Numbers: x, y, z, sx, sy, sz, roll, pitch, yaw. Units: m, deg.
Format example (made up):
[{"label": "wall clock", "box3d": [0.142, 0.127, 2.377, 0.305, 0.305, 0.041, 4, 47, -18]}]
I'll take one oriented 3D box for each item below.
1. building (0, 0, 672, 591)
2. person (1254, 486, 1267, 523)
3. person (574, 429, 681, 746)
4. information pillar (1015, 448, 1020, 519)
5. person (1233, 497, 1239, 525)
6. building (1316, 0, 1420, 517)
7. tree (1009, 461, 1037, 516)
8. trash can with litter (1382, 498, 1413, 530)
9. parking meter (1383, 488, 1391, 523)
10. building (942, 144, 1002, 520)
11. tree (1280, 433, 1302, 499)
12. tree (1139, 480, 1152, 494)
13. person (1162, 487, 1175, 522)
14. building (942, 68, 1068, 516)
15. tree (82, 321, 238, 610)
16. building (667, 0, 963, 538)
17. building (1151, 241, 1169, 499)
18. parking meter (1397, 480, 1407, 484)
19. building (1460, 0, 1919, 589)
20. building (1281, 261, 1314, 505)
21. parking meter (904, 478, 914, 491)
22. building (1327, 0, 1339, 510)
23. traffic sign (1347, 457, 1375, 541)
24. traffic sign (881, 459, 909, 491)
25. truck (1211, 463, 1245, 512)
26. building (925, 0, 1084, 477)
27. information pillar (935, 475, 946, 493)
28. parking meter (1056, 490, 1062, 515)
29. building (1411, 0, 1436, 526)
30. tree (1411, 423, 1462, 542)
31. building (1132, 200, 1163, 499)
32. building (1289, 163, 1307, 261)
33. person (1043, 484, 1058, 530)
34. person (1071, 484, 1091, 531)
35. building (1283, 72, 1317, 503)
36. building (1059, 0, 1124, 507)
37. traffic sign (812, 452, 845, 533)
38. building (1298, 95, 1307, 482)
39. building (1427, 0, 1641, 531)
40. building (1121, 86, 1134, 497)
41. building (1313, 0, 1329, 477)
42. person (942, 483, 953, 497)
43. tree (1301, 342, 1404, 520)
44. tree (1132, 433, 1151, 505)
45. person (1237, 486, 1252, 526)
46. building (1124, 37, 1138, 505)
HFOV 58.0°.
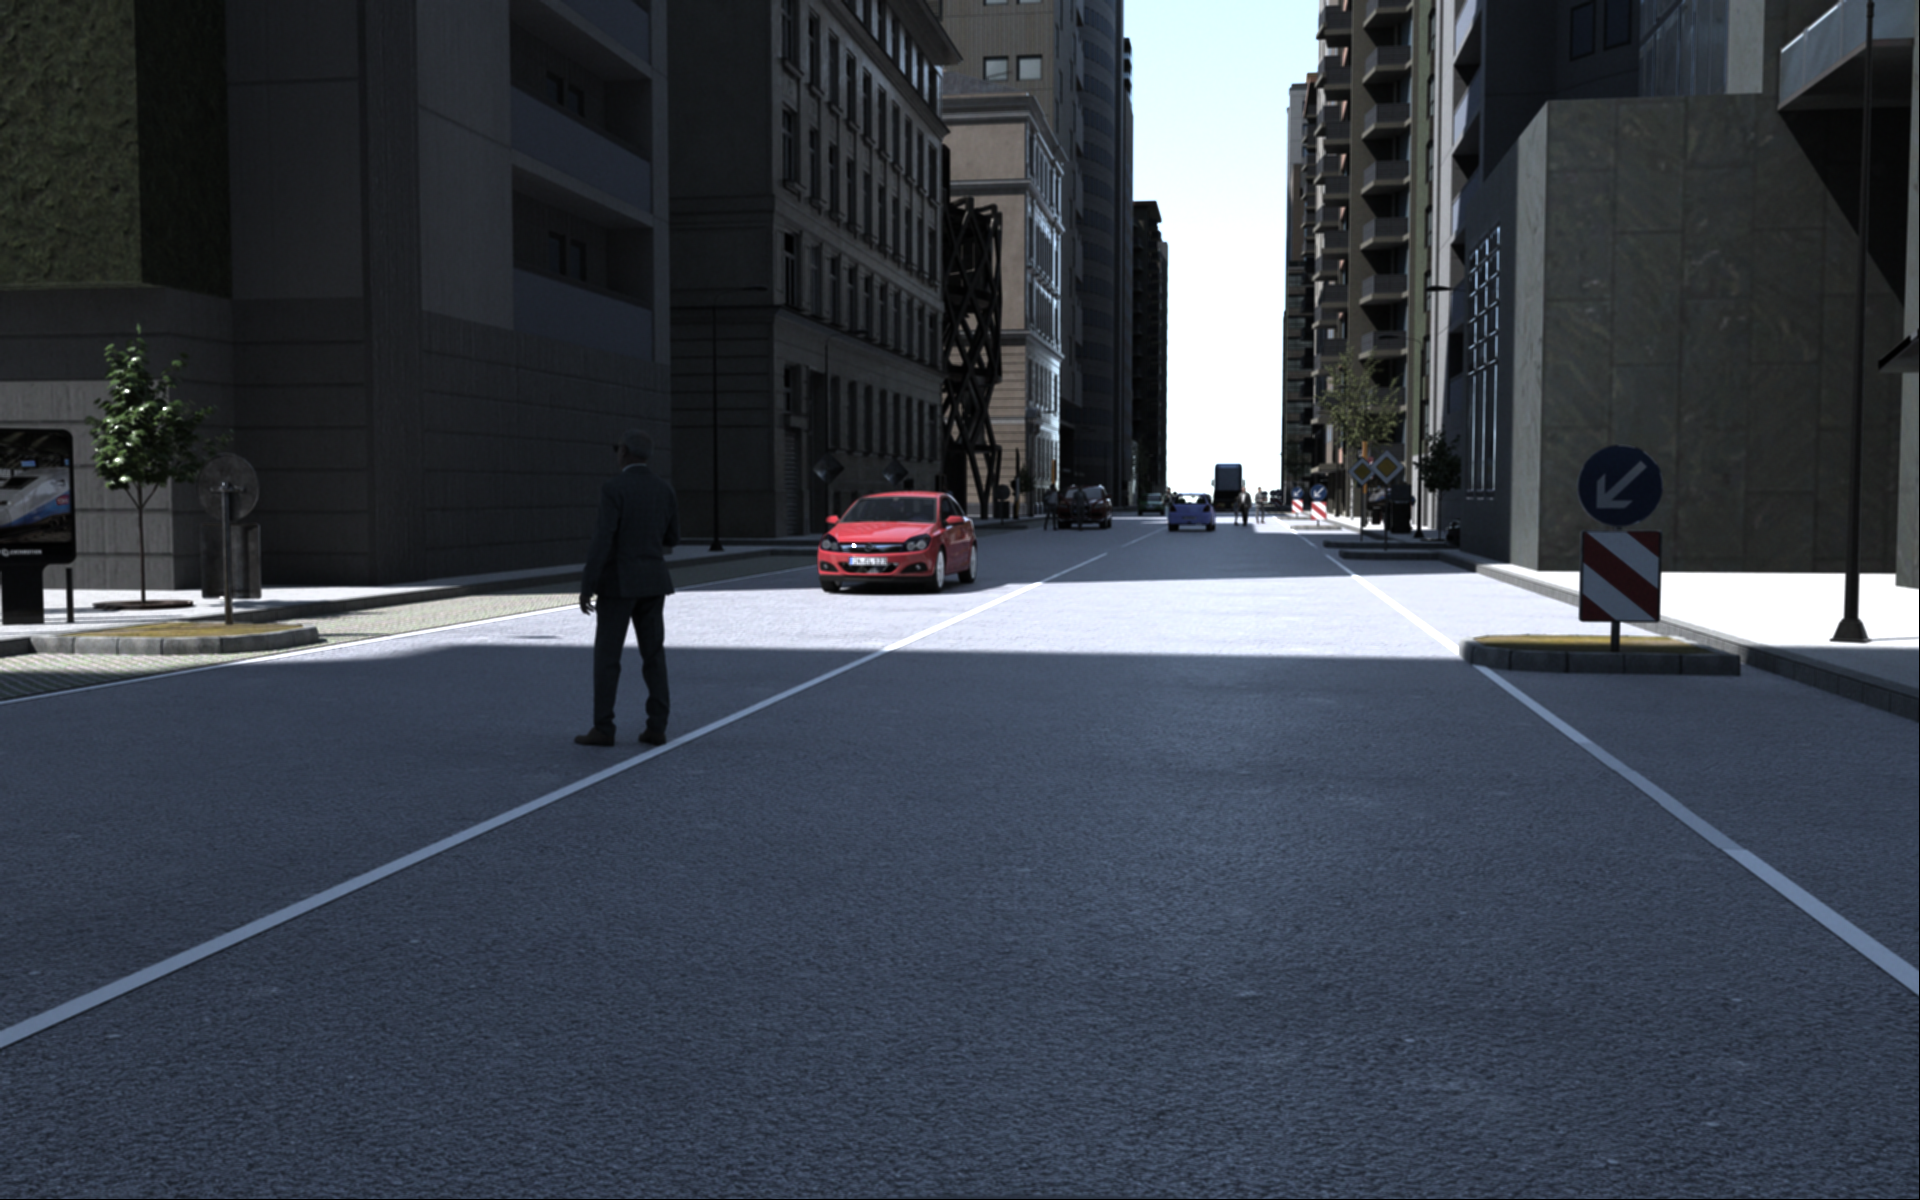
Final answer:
[{"label": "building", "box3d": [-20.684, -30.032, 33.023, 28.212, 58.520, 21.231, 1, 4, 9]}, {"label": "person", "box3d": [14.669, -4.632, 84.437, 0.606, 1.804, 0.583, -3, 5, -43]}, {"label": "person", "box3d": [-1.938, -0.079, 9.968, 0.590, 1.801, 0.661, 3, 5, 40]}, {"label": "information pillar", "box3d": [2.929, -5.906, 87.921, 0.183, 3.616, 0.504, 1, 4, 13]}, {"label": "person", "box3d": [12.768, -4.106, 79.912, 0.394, 1.301, 0.425, -2, 4, -35]}, {"label": "building", "box3d": [32.308, -27.345, 101.715, 22.147, 44.769, 28.867, 1, 4, 9]}, {"label": "tree", "box3d": [3.599, -6.495, 100.801, 1.663, 3.219, 1.824, 0, 3, 0]}, {"label": "trash can with litter", "box3d": [15.306, -3.004, 60.508, 1.055, 1.170, 0.624, 2, 4, 32]}, {"label": "parking meter", "box3d": [18.954, -4.182, 76.787, 0.372, 1.533, 0.369, 0, 3, 0]}, {"label": "building", "box3d": [-6.461, -13.533, 88.713, 16.820, 18.784, 16.811, 1, 4, 9]}, {"label": "tree", "box3d": [39.443, -15.478, 203.434, 4.737, 8.622, 4.395, 0, 3, 0]}, {"label": "tree", "box3d": [22.733, -13.334, 212.618, 1.663, 3.219, 1.824, 0, 3, 0]}, {"label": "person", "box3d": [10.429, -4.746, 86.439, 0.623, 1.781, 0.721, -3, 5, -43]}, {"label": "building", "box3d": [-0.649, -19.962, 112.285, 13.634, 28.700, 20.117, 1, 4, 9]}, {"label": "tree", "box3d": [-9.230, -1.517, 19.409, 1.663, 3.219, 1.824, 0, 3, 0]}, {"label": "building", "box3d": [-10.218, -14.147, 64.585, 16.112, 22.955, 30.059, 1, 4, 9]}, {"label": "building", "box3d": [25.468, -36.093, 273.719, 14.154, 41.232, 14.086, 1, 4, 9]}, {"label": "parking meter", "box3d": [18.444, -4.070, 72.248, 0.399, 1.863, 0.255, 0, 4, -1]}, {"label": "building", "box3d": [19.810, -43.226, 19.415, 22.319, 86.520, 31.000, 1, 4, 9]}, {"label": "building", "box3d": [47.352, -27.055, 214.044, 14.160, 30.474, 14.107, 1, 4, 9]}, {"label": "parking meter", "box3d": [-1.918, -3.604, 64.642, 0.255, 1.863, 0.399, 2, 4, 25]}, {"label": "building", "box3d": [35.100, -29.421, 131.137, 14.600, 45.320, 14.200, 1, 4, 9]}, {"label": "traffic sign", "box3d": [10.881, -2.645, 46.890, 0.795, 2.450, 0.064, 1, 4, 9]}, {"label": "traffic sign", "box3d": [-1.842, -2.773, 48.975, 0.795, 2.450, 0.064, 1, 4, 9]}, {"label": "truck", "box3d": [22.604, -9.550, 145.906, 2.967, 4.110, 18.799, 1, 4, 9]}, {"label": "building", "box3d": [-4.457, -33.642, 139.284, 28.713, 52.752, 27.495, 1, 4, 9]}, {"label": "information pillar", "box3d": [-0.743, -3.720, 65.320, 0.304, 2.012, 0.304, -3, 5, -42]}, {"label": "parking meter", "box3d": [6.171, -6.075, 107.730, 0.372, 1.533, 0.369, 0, 3, 0]}, {"label": "building", "box3d": [26.359, -18.446, 73.297, 14.160, 30.474, 14.107, 1, 4, 9]}, {"label": "tree", "box3d": [13.060, -3.207, 47.035, 1.663, 3.219, 1.824, 0, 3, 0]}, {"label": "building", "box3d": [17.975, -36.578, 252.680, 22.147, 44.769, 28.867, 1, 4, 9]}, {"label": "building", "box3d": [50.424, -35.335, 227.843, 14.600, 45.320, 14.200, 1, 4, 9]}, {"label": "person", "box3d": [3.591, -3.680, 68.777, 0.679, 1.850, 0.850, -2, 4, -28]}, {"label": "person", "box3d": [4.751, -3.635, 68.054, 0.709, 1.813, 0.853, -1, 4, -22]}, {"label": "building", "box3d": [57.174, -43.168, 247.789, 21.231, 58.520, 28.212, 1, 4, 9]}, {"label": "building", "box3d": [4.244, -38.222, 166.925, 21.231, 58.520, 28.212, 1, 4, 9]}, {"label": "traffic sign", "box3d": [-3.126, -2.291, 41.094, 0.795, 2.450, 0.064, 1, 4, 9]}, {"label": "building", "box3d": [46.591, -32.064, 178.868, 22.147, 44.769, 28.867, 1, 4, 9]}, {"label": "building", "box3d": [29.936, -31.193, 52.006, 28.212, 58.520, 21.231, 1, 4, 9]}, {"label": "building", "box3d": [11.377, -32.904, 188.092, 14.600, 45.320, 14.200, 1, 4, 9]}, {"label": "building", "box3d": [45.069, -34.320, 150.374, 28.713, 52.752, 27.495, 1, 4, 9]}, {"label": "person", "box3d": [-0.461, -3.075, 58.866, 0.778, 1.811, 0.616, -2, 4, -24]}, {"label": "tree", "box3d": [19.405, -8.200, 84.435, 4.737, 8.622, 4.395, 0, 3, 0]}, {"label": "tree", "box3d": [20.201, -15.250, 199.699, 4.360, 8.622, 3.978, 0, 3, 0]}, {"label": "person", "box3d": [12.892, -4.262, 78.582, 0.661, 1.777, 0.834, 1, 4, 17]}, {"label": "building", "box3d": [12.108, -55.604, 221.797, 22.319, 86.520, 31.000, 1, 4, 9]}]
